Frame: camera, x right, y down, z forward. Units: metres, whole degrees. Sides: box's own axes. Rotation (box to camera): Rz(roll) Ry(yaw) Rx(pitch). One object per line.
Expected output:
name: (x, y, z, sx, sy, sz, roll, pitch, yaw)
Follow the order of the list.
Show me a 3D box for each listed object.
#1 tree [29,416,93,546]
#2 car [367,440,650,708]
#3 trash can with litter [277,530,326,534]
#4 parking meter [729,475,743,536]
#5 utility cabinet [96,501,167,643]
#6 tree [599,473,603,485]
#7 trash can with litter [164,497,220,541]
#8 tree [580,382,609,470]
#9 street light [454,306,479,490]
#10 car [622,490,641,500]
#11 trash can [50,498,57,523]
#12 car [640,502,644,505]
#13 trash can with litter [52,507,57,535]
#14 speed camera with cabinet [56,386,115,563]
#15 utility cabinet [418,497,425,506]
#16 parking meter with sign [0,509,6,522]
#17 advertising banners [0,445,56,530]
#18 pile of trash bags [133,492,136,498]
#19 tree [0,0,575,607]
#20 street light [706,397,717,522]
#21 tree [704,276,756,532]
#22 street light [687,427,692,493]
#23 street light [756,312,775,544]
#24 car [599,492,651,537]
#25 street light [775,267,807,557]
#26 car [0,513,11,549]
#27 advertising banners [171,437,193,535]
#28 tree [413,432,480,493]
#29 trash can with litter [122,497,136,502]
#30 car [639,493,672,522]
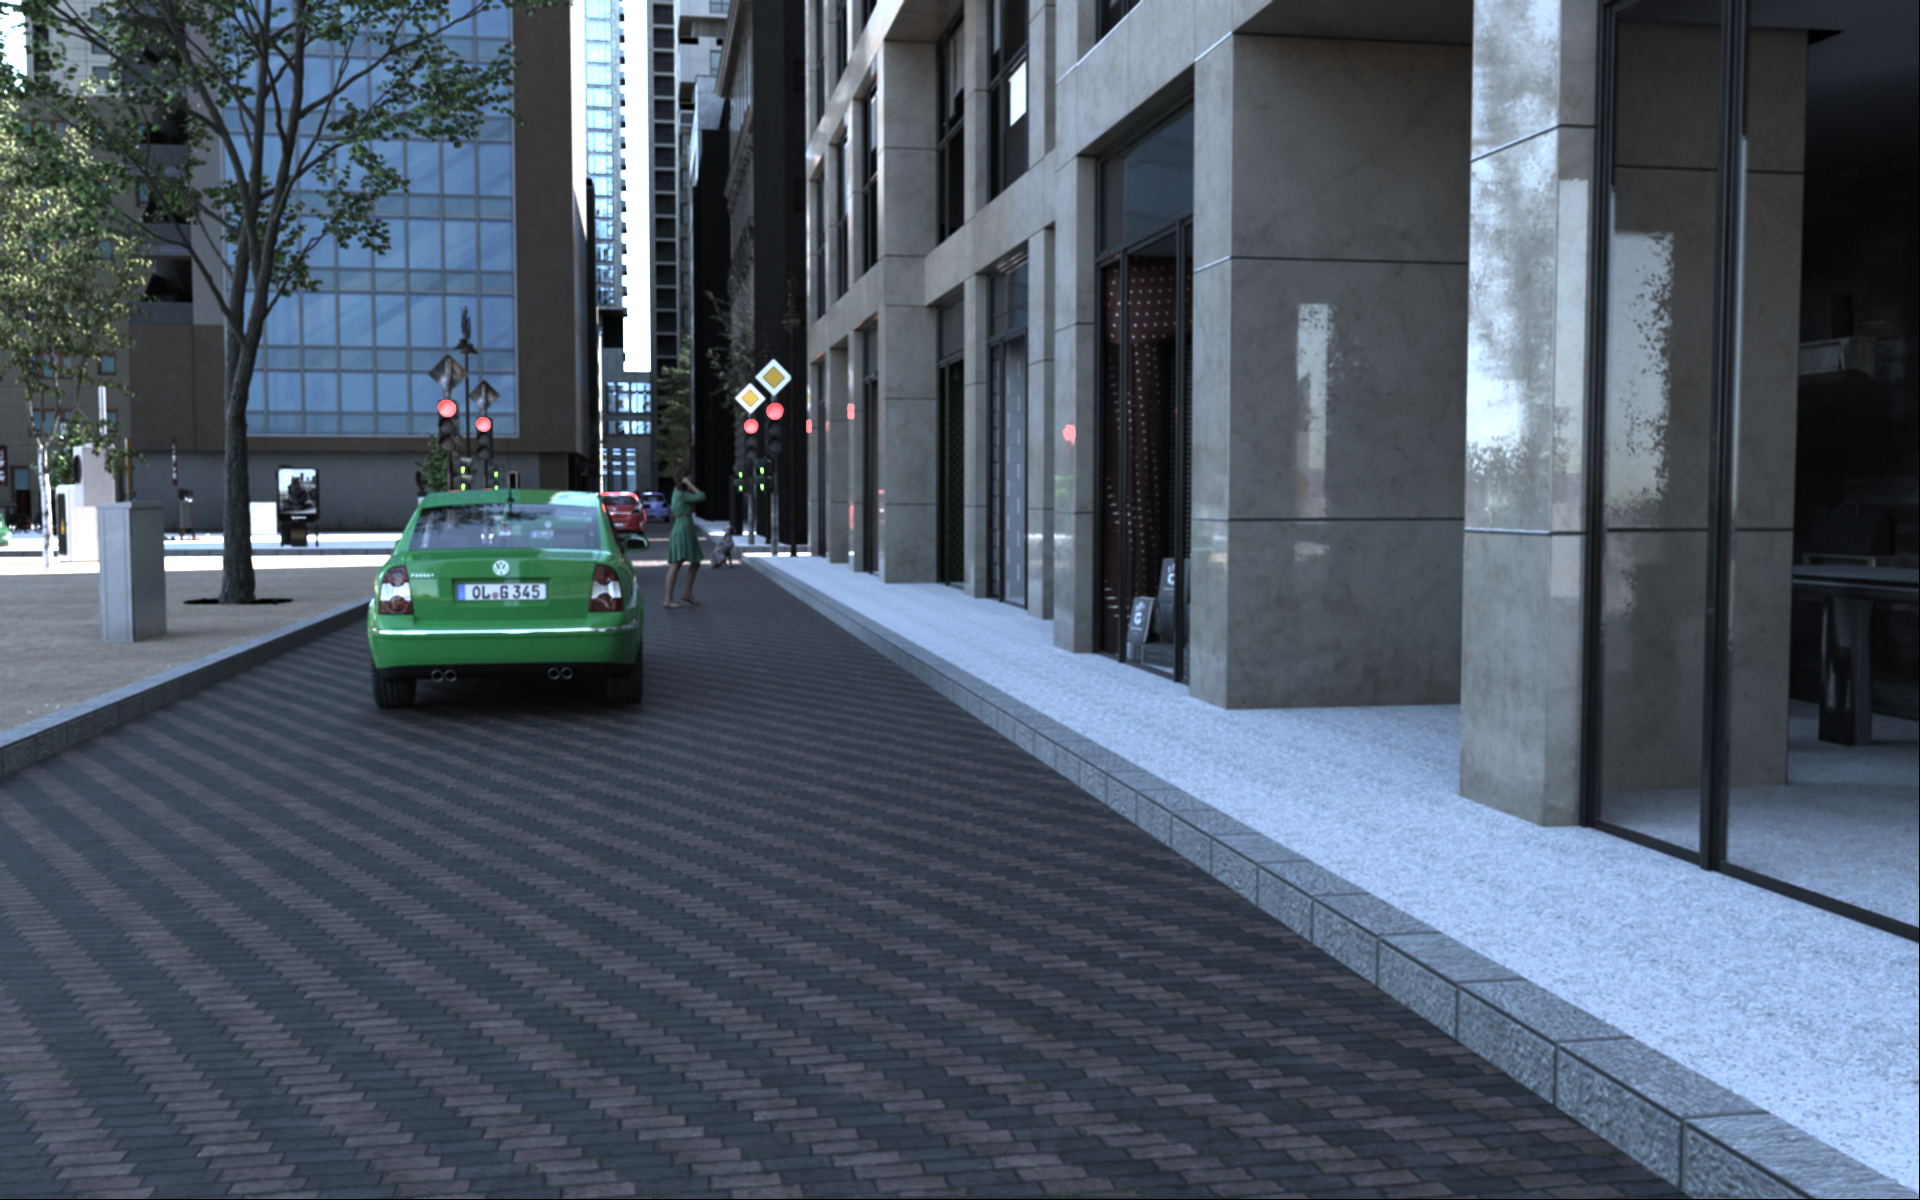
tree: (-22.036, -2.974, 43.222, 1.663, 3.219, 1.824, 0, 3, 0)
car: (-3.325, -0.262, 13.086, 1.959, 1.807, 4.718, -1, 4, -11)
trash can with litter: (-21.224, -2.720, 55.521, 1.678, 1.210, 2.233, -1, 4, -9)
parking meter: (-6.925, -2.930, 53.611, 0.255, 1.863, 0.399, 3, 4, 37)
utility cabinet: (-7.357, -0.259, 15.393, 0.306, 1.237, 1.020, -1, 4, -10)
tree: (-35.093, -10.911, 162.107, 4.285, 4.588, 4.351, 0, 3, 0)
trash can with litter: (-21.407, -2.235, 47.597, 2.233, 1.210, 1.678, 2, 4, 29)
tree: (-24.823, -9.858, 111.542, 4.360, 8.622, 3.978, 0, 3, 0)
street light: (-12.162, -4.282, 42.797, 0.468, 5.910, 1.993, -1, 4, -10)
car: (-31.981, -9.740, 167.917, 2.281, 1.827, 5.304, -1, 4, -8)
trash can: (-32.233, -3.065, 61.764, 0.748, 1.137, 0.748, 0, 3, 0)
car: (-15.660, -4.162, 79.845, 2.131, 1.459, 4.920, -1, 4, -11)
trash can with litter: (-27.936, -2.590, 53.733, 1.055, 1.170, 0.624, 0, 4, 4)
speed camera with cabinet: (-16.264, -2.314, 32.165, 0.660, 3.252, 2.038, -3, 5, -39)
utility cabinet: (-13.521, -2.032, 44.385, 0.306, 1.237, 1.020, 1, 4, 9)
parking meter with sign: (-29.193, -3.393, 51.737, 1.738, 3.016, 0.543, 2, 4, 30)
advertising banners: (-33.826, -4.061, 62.579, 2.074, 3.025, 0.090, -3, 5, -43)
pile of trash bags: (-36.493, -3.900, 73.521, 3.447, 1.369, 1.912, -3, 4, -37)
tree: (-8.313, -5.766, 20.035, 9.928, 11.665, 9.643, 0, 3, 0)
street light: (-11.559, -6.599, 80.684, 0.468, 5.910, 1.993, -1, 4, -10)
tree: (-6.763, -6.612, 58.470, 4.360, 8.622, 3.978, 0, 3, 0)
street light: (-18.284, -8.850, 117.482, 0.468, 5.910, 1.993, -1, 4, -10)
street light: (-4.920, -4.372, 44.266, 0.468, 5.910, 1.993, -1, 4, -10)
car: (-10.795, -2.772, 54.367, 2.155, 1.783, 4.494, -1, 4, -10)
street light: (-3.423, -3.833, 35.454, 0.468, 5.910, 1.993, -1, 4, -10)
car: (-22.989, -1.533, 36.866, 4.920, 1.459, 2.131, -1, 4, -10)
advertising banners: (-24.481, -3.566, 54.495, 0.090, 3.025, 2.074, -1, 4, -8)
tree: (-14.066, -3.221, 47.272, 1.663, 3.219, 1.824, 0, 3, 0)
trash can with litter: (-32.756, -3.478, 68.260, 0.624, 1.170, 1.055, 0, 4, -4)
car: (-15.815, -4.864, 89.119, 1.945, 1.707, 3.694, -1, 4, -9)
